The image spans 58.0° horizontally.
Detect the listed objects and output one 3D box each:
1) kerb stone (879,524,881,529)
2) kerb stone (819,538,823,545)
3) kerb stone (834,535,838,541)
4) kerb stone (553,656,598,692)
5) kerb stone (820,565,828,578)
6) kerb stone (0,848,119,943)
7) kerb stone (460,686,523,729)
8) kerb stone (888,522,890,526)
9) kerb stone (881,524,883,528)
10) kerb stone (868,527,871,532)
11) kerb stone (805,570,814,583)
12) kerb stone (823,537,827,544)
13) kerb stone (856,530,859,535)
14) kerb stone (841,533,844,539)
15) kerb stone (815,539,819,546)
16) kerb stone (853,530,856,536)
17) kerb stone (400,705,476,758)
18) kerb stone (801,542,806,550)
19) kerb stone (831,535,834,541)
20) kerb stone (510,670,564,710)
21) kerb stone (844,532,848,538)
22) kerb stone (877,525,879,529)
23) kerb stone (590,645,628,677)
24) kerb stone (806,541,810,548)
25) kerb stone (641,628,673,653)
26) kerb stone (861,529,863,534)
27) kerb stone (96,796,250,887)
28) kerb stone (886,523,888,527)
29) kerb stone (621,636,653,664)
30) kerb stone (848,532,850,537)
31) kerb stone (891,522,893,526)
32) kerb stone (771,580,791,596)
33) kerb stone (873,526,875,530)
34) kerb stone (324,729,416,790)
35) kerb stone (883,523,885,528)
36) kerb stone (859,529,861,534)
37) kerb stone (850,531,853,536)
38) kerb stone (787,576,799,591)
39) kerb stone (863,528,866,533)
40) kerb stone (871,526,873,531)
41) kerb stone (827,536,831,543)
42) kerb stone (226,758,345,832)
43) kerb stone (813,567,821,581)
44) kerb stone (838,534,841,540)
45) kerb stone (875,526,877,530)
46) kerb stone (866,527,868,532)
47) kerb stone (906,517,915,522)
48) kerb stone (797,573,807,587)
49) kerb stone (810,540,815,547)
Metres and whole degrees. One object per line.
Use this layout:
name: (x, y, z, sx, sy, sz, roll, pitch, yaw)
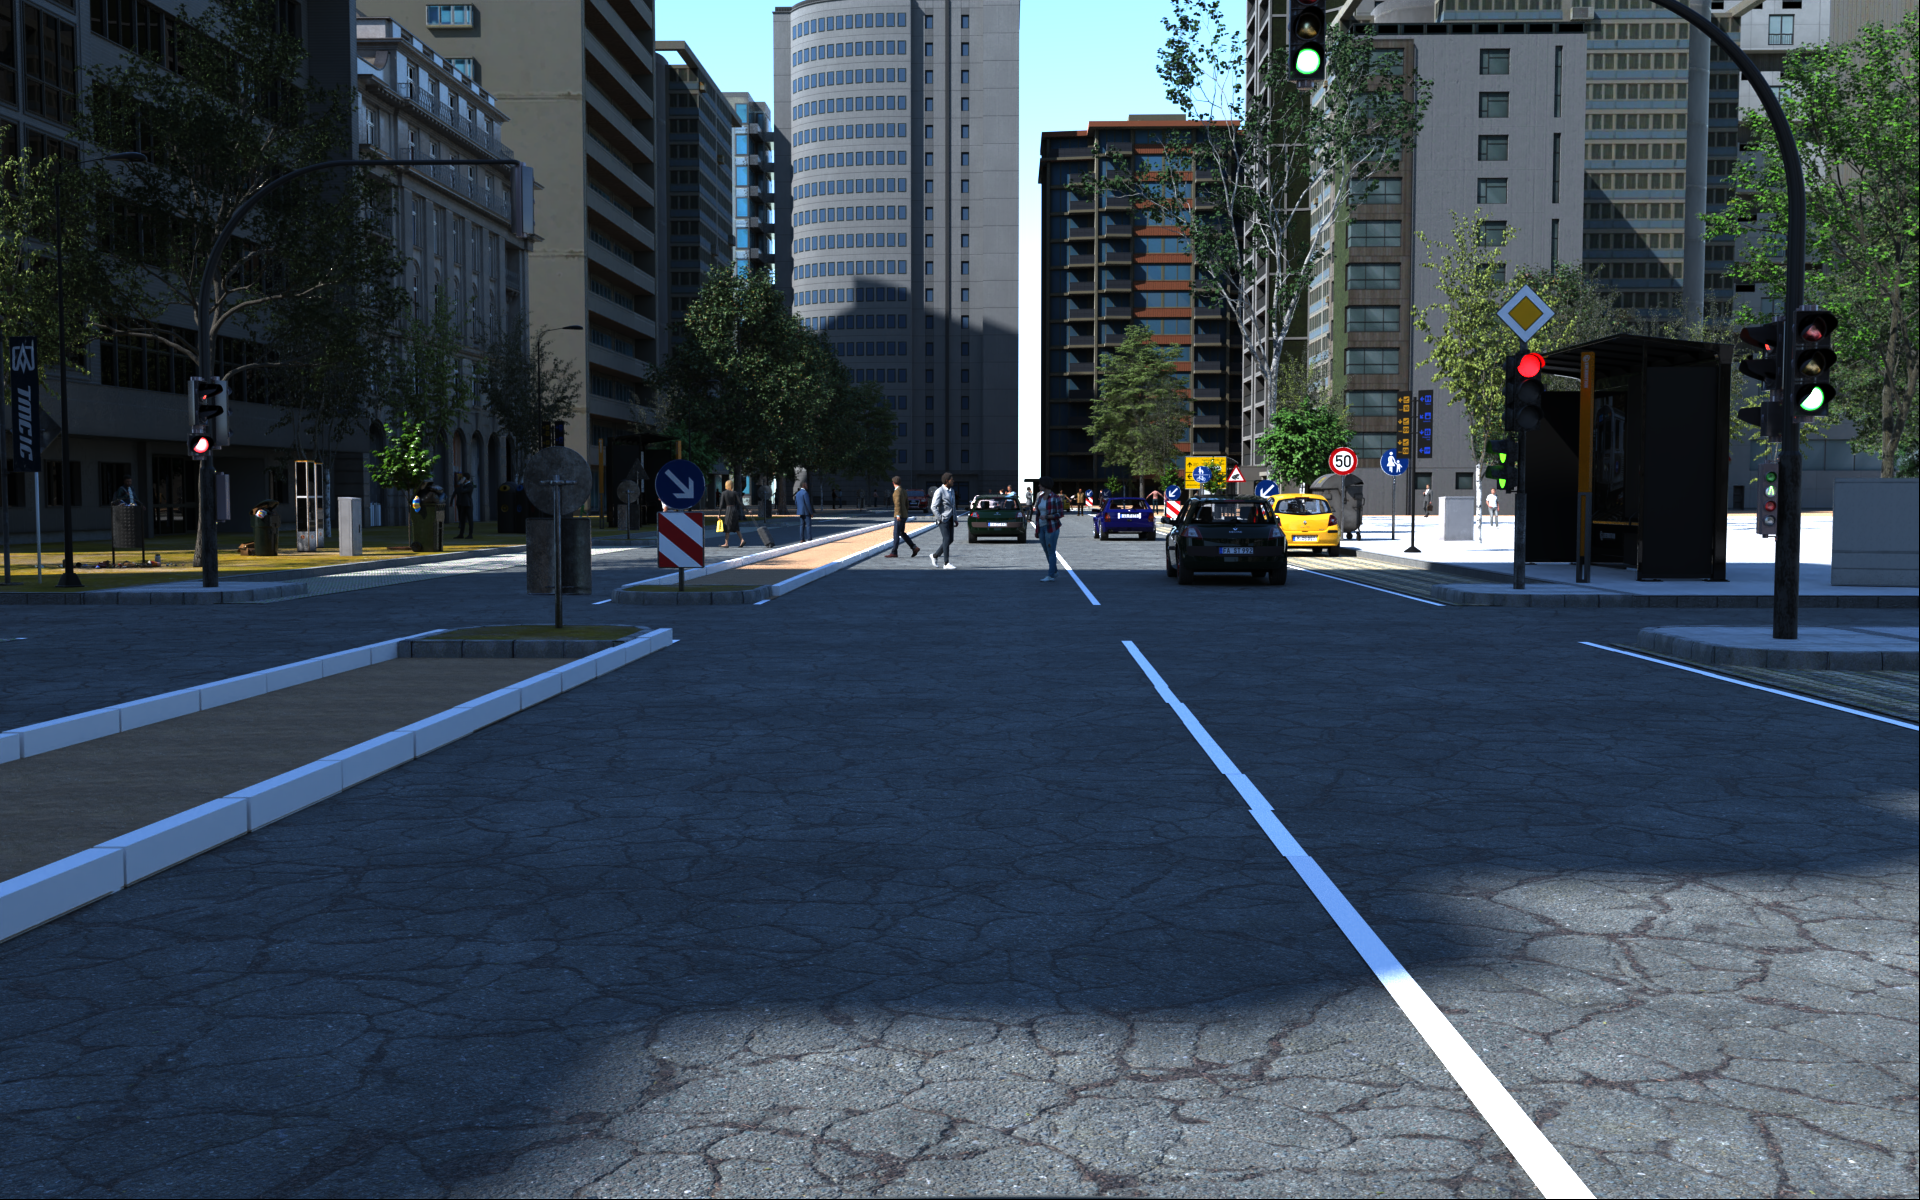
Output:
kerb stone: (-3.397, -2.917, 69.894, 0.120, 0.150, 1.000, 0, 4, 2)
kerb stone: (-4.006, -1.598, 48.387, 0.120, 0.150, 1.000, 0, 4, 2)
kerb stone: (-3.893, -1.852, 52.480, 0.120, 0.150, 1.000, 0, 4, 2)
kerb stone: (-2.908, 0.564, 12.977, 0.120, 0.150, 1.000, 0, 4, 2)
kerb stone: (-2.432, -0.468, 29.847, 0.120, 0.150, 1.000, 0, 4, 2)
kerb stone: (-3.111, 1.007, 5.792, 0.120, 0.150, 1.000, 0, 4, 2)
kerb stone: (-2.975, 0.690, 10.919, 0.120, 0.150, 1.000, 0, 4, 2)
kerb stone: (-3.253, -3.230, 75.010, 0.120, 0.150, 1.000, 0, 4, 2)
kerb stone: (-3.367, -2.972, 70.916, 0.120, 0.150, 1.000, 0, 4, 2)
kerb stone: (-3.539, -2.604, 64.769, 0.120, 0.150, 1.000, 0, 4, 2)
kerb stone: (-2.495, -0.343, 27.802, 0.120, 0.150, 1.000, 0, 4, 2)
kerb stone: (-3.983, -1.663, 49.414, 0.120, 0.150, 1.000, 0, 4, 2)
kerb stone: (-3.684, -2.282, 59.636, 0.120, 0.150, 1.000, 0, 4, 2)
kerb stone: (-3.830, -1.977, 54.524, 0.120, 0.150, 1.000, 0, 4, 2)
kerb stone: (-4.031, -1.538, 47.356, 0.120, 0.150, 1.000, 0, 4, 2)
kerb stone: (-3.716, -2.227, 58.614, 0.120, 0.150, 1.000, 0, 4, 2)
kerb stone: (-2.993, 0.753, 9.887, 0.120, 0.150, 1.000, 0, 4, 2)
kerb stone: (-4.125, -1.349, 44.272, 0.120, 0.150, 1.000, 0, 4, 2)
kerb stone: (-3.930, -1.785, 51.459, 0.120, 0.150, 1.000, 0, 4, 2)
kerb stone: (-2.942, 0.627, 11.950, 0.120, 0.150, 1.000, 0, 4, 2)
kerb stone: (-3.792, -2.037, 55.545, 0.120, 0.150, 1.000, 0, 4, 2)
kerb stone: (-3.425, -2.855, 68.872, 0.120, 0.150, 1.000, 0, 4, 2)
kerb stone: (-2.876, 0.501, 13.998, 0.120, 0.150, 1.000, 0, 4, 2)
kerb stone: (-4.096, -1.408, 45.294, 0.120, 0.150, 1.000, 0, 4, 2)
kerb stone: (-2.820, 0.376, 16.041, 0.120, 0.150, 1.000, 0, 4, 2)
kerb stone: (-3.629, -2.414, 61.688, 0.120, 0.150, 1.000, 0, 4, 2)
kerb stone: (-3.084, 0.942, 6.813, 0.120, 0.150, 1.000, 0, 4, 2)
kerb stone: (-3.282, -3.168, 73.988, 0.120, 0.150, 1.000, 0, 4, 2)
kerb stone: (-2.849, 0.448, 15.021, 0.120, 0.150, 1.000, 0, 4, 2)
kerb stone: (-3.780, -2.095, 56.570, 0.120, 0.150, 1.000, 0, 4, 2)
kerb stone: (-3.198, -3.355, 77.056, 0.120, 0.150, 1.000, 0, 4, 2)
kerb stone: (-2.572, -0.152, 24.726, 0.120, 0.150, 1.000, 0, 4, 2)
kerb stone: (-3.492, -2.730, 66.828, 0.120, 0.150, 1.000, 0, 4, 2)
kerb stone: (-3.025, 0.816, 8.856, 0.120, 0.150, 1.000, 0, 4, 2)
kerb stone: (-3.336, -3.043, 71.941, 0.120, 0.150, 1.000, 0, 4, 2)
kerb stone: (-3.658, -2.353, 60.666, 0.120, 0.150, 1.000, 0, 4, 2)
kerb stone: (-3.752, -2.157, 57.593, 0.120, 0.150, 1.000, 0, 4, 2)
kerb stone: (-2.545, -0.217, 25.750, 0.120, 0.150, 1.000, 0, 4, 2)
kerb stone: (-3.600, -2.475, 62.722, 0.120, 0.150, 1.000, 0, 4, 2)
kerb stone: (-3.519, -2.663, 65.801, 0.120, 0.150, 1.000, 0, 4, 2)
kerb stone: (-3.947, -1.727, 50.436, 0.120, 0.150, 1.000, 0, 4, 2)
kerb stone: (-3.048, 0.878, 7.834, 0.120, 0.150, 1.000, 0, 4, 2)
kerb stone: (-2.462, -0.403, 28.826, 0.120, 0.150, 1.000, 0, 4, 2)
kerb stone: (-3.861, -1.915, 53.502, 0.120, 0.150, 1.000, 0, 4, 2)
kerb stone: (-3.456, -2.790, 67.849, 0.120, 0.150, 1.000, 0, 4, 2)
kerb stone: (-3.574, -2.541, 63.747, 0.120, 0.150, 1.000, 0, 4, 2)
kerb stone: (-2.706, -4.416, 94.462, 0.120, 0.150, 1.000, 0, 4, 2)
kerb stone: (-2.519, -0.280, 26.776, 0.120, 0.150, 1.000, 0, 4, 2)
kerb stone: (-4.068, -1.476, 46.326, 0.120, 0.150, 1.000, 0, 4, 2)
